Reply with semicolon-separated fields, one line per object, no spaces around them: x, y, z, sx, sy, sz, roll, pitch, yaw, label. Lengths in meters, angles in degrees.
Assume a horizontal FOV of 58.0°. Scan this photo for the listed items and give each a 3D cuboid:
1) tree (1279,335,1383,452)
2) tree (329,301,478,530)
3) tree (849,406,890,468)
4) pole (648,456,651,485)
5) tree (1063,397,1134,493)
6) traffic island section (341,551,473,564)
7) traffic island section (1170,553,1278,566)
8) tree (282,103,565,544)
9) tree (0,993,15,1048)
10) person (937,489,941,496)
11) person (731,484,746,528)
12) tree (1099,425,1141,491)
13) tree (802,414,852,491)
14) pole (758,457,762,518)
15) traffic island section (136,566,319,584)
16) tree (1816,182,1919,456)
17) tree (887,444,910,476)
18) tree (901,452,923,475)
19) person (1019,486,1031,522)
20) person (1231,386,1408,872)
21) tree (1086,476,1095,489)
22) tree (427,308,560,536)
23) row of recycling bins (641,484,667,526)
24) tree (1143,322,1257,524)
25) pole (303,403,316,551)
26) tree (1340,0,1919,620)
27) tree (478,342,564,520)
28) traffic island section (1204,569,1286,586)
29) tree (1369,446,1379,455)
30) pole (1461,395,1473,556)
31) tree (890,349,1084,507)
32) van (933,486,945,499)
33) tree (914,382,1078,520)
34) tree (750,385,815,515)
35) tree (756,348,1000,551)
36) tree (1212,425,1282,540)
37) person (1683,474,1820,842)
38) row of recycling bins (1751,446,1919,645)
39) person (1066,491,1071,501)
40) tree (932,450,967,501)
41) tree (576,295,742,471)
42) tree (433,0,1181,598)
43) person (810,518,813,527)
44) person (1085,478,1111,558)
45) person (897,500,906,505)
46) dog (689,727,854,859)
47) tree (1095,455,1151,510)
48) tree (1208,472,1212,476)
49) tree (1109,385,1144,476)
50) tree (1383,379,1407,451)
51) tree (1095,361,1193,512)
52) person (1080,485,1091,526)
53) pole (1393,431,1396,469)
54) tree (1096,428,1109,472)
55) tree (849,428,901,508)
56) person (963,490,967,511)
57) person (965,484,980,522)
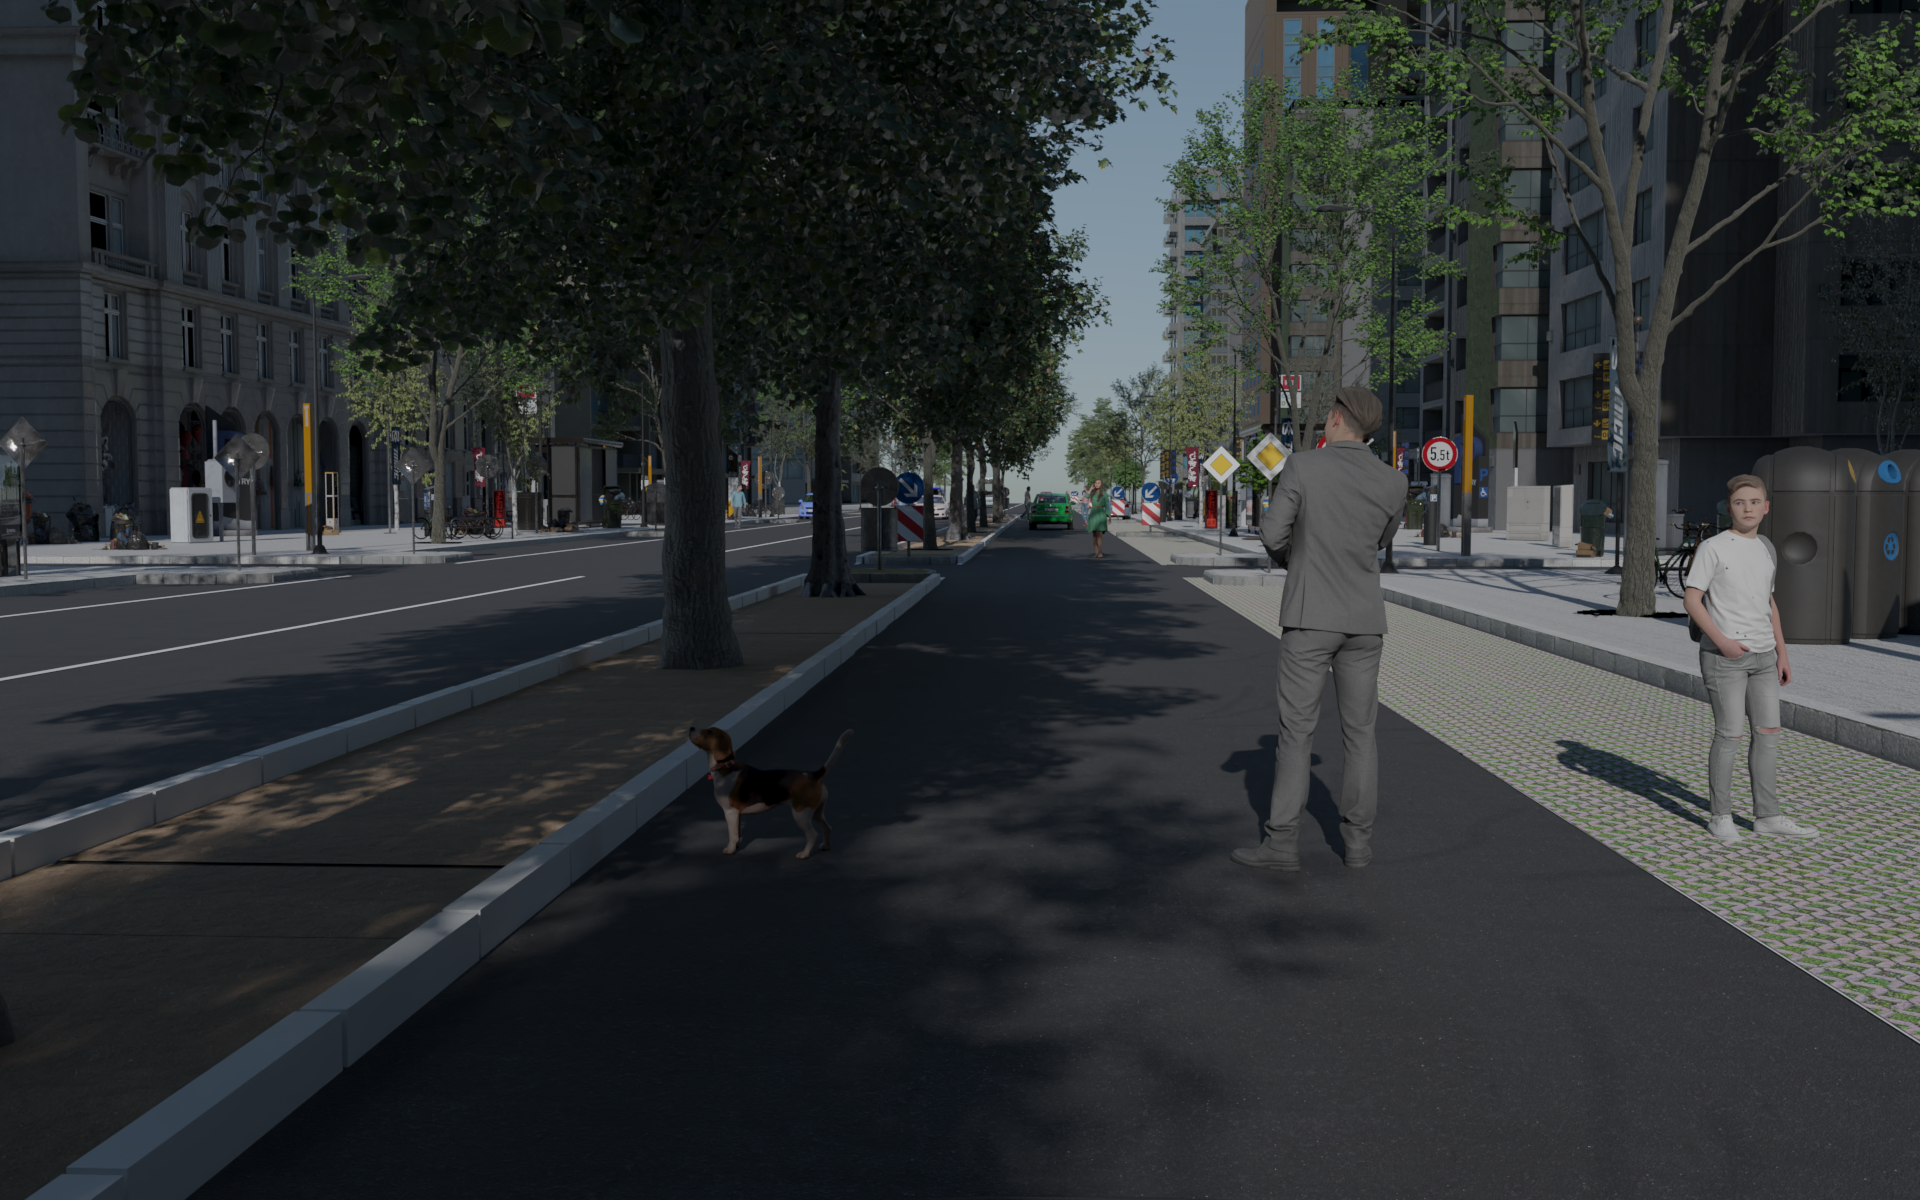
16.919;-7.991;81.019;4.360;8.622;3.978;0;3;0;tree
-19.914;-6.762;60.922;4.737;8.622;4.395;0;3;0;tree
-6.810;-16.732;183.930;12.009;13.543;11.850;0;3;0;tree
-16.546;-6.031;92.445;0.158;3.312;0.155;0;3;0;pole
17.026;-17.408;202.747;7.486;12.596;7.792;0;3;0;tree
-11.673;-0.898;36.961;2.009;0.180;2.903;0;4;3;traffic island section
5.445;-0.844;36.078;2.009;0.180;2.903;0;4;3;traffic island section
-13.400;-7.255;44.371;9.928;11.665;9.643;0;3;0;tree
-2.804;-5.798;3.908;9.857;13.997;8.962;0;3;0;tree
-1.711;-8.113;141.225;0.705;1.814;1.350;0;4;-7;person
-9.319;-3.953;72.993;0.638;1.841;0.748;0;4;2;person
15.690;-13.481;170.784;4.360;8.622;3.978;0;3;0;tree
-9.884;-10.883;128.292;4.737;8.622;4.395;0;3;0;tree
-10.888;-6.146;94.334;0.158;3.312;0.155;0;3;0;pole
-12.084;-0.410;28.987;2.009;0.180;2.903;0;4;3;traffic island section
22.565;-5.574;41.489;4.360;8.622;3.978;0;3;0;tree
-5.267;-16.925;211.132;8.767;10.594;7.601;-3;5;-41;tree
-5.931;-15.267;199.971;4.360;8.622;3.978;0;3;0;tree
3.428;-5.003;90.150;0.795;1.843;0.661;0;4;7;person
1.389;0.096;6.730;0.655;1.846;0.447;-1;4;-14;person
18.279;-14.760;225.039;4.285;4.588;4.351;0;3;0;tree
-13.709;-6.251;52.561;4.360;8.622;3.978;0;3;0;tree
-12.556;-3.964;71.925;1.069;1.692;3.534;-1;4;-18;row of recycling bins
10.364;-7.544;73.706;4.737;8.622;4.395;0;3;0;tree
-14.678;-2.766;39.070;0.158;3.312;0.155;0;3;0;pole
7.056;-5.626;17.733;9.928;11.665;9.643;0;3;0;tree
-20.518;-7.867;78.994;4.737;8.622;4.395;0;3;0;tree
5.035;-0.356;28.104;2.009;0.180;2.903;0;4;3;traffic island section
14.670;-4.184;63.002;1.663;3.219;1.824;0;3;0;tree
10.482;-2.566;35.794;0.158;3.312;0.155;0;3;0;pole
2.322;-11.785;105.512;12.009;13.543;11.850;0;3;0;tree
-2.454;-9.311;156.611;2.240;2.365;5.245;0;4;4;van
2.215;-9.697;95.409;8.767;10.594;7.601;0;4;3;tree
-10.963;-9.489;105.500;4.360;8.622;3.978;0;3;0;tree
-0.864;-7.064;43.704;9.928;11.665;9.643;0;3;0;tree
8.282;-3.296;48.495;1.663;3.219;1.824;0;3;0;tree
3.262;0.239;7.181;0.523;1.515;0.503;3;5;39;person
8.398;-0.532;15.814;3.534;1.692;1.069;-2;4;-33;row of recycling bins
10.363;-9.604;166.083;0.434;1.755;0.990;3;4;37;person
-2.233;-21.278;266.017;7.486;12.596;7.792;0;3;0;tree
-12.822;-8.610;75.184;7.601;10.594;8.767;2;4;34;tree
-1.836;-6.381;23.797;9.611;12.733;9.660;0;3;0;tree
-6.027;-4.004;74.357;0.834;1.777;0.661;0;4;8;person
3.103;-1.838;38.799;0.600;1.795;0.529;1;4;9;person
-2.966;-4.859;88.212;0.793;1.790;0.793;1;4;23;person
-0.754;0.758;6.890;0.540;0.507;0.406;-2;4;-33;dog
14.082;-9.724;142.706;4.285;4.588;4.351;0;3;0;tree
15.512;-6.904;107.484;1.663;3.219;1.824;0;3;0;tree
11.921;-9.096;99.079;4.737;8.622;4.395;0;3;0;tree
25.095;-9.559;106.657;4.360;8.622;3.978;0;3;0;tree
13.028;-11.389;120.630;7.601;10.594;8.767;-1;4;-22;tree
5.638;-4.246;77.935;0.555;1.821;0.388;3;5;42;person
14.024;-3.808;56.097;0.158;3.312;0.155;0;3;0;pole
14.181;-12.344;152.194;4.737;8.622;4.395;0;3;0;tree
-7.953;-12.303;151.514;4.360;8.622;3.978;0;3;0;tree
0.569;-8.433;146.406;0.705;1.821;1.348;1;4;17;person
0.513;-3.892;71.980;0.661;1.843;0.795;-1;4;-8;person
